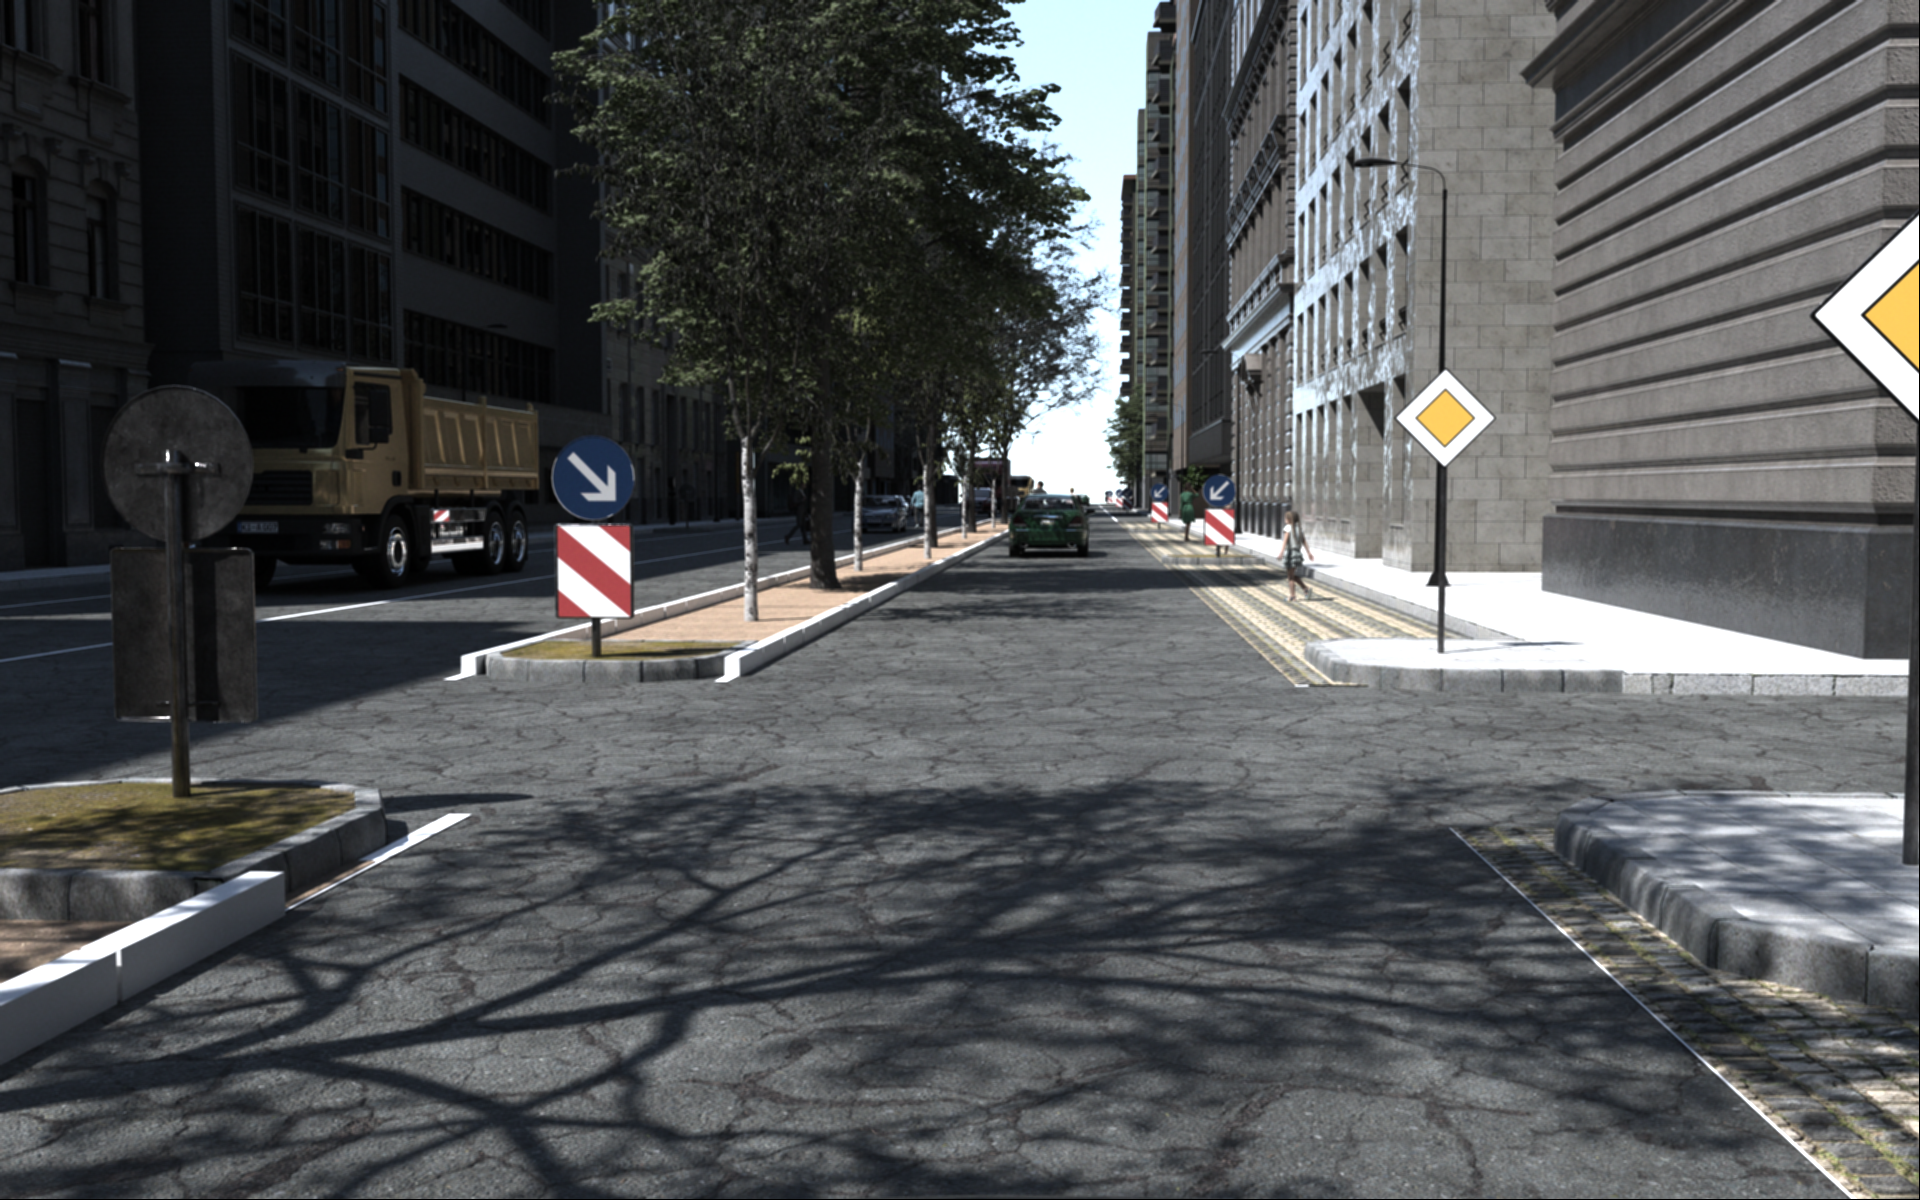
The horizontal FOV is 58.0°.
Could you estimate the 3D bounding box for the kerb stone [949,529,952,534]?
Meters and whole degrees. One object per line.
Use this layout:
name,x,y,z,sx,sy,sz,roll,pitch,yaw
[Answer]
kerb stone,-0.481,-2.326,60.240,0.120,0.150,1.000,0,4,4

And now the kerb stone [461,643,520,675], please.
kerb stone,-3.852,0.489,14.198,0.120,0.150,1.000,0,4,4

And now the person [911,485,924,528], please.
person,-1.734,-3.959,73.254,0.660,1.820,0.620,-1,4,-12

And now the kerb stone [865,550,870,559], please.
kerb stone,-2.131,-0.951,37.749,0.120,0.150,1.000,0,4,4

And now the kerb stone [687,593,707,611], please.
kerb stone,-3.320,0.050,21.382,0.120,0.150,1.000,0,4,4

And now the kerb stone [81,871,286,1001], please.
kerb stone,-2.389,1.028,5.389,0.120,0.150,1.000,0,4,4

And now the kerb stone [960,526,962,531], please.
kerb stone,-0.105,-2.640,65.365,0.120,0.150,1.000,0,4,4

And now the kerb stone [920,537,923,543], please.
kerb stone,-1.238,-1.702,50.031,0.120,0.150,1.000,0,4,4

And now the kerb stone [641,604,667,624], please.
kerb stone,-3.481,0.175,19.329,0.120,0.150,1.000,0,4,4

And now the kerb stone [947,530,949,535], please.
kerb stone,-0.559,-2.263,59.217,0.120,0.150,1.000,0,4,4

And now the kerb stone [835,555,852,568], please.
kerb stone,-2.350,-0.764,34.683,0.120,0.150,1.000,0,4,4

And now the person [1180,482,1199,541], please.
person,6.906,-2.681,52.588,0.600,1.795,0.529,2,4,32

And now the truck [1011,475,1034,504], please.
truck,6.194,-11.318,180.974,3.469,3.379,9.791,0,4,5

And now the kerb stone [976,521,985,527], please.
kerb stone,0.941,-3.516,79.678,0.120,0.150,1.000,0,4,4

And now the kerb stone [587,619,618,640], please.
kerb stone,-3.631,0.301,17.270,0.120,0.150,1.000,0,4,4

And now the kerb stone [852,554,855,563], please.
kerb stone,-2.276,-0.826,35.703,0.120,0.150,1.000,0,4,4

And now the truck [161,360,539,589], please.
truck,-9.571,-1.977,28.244,3.469,3.379,9.791,0,4,4

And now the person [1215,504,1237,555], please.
person,6.176,-1.630,40.172,0.505,1.210,0.382,-2,4,-35

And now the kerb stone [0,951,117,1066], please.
kerb stone,-2.463,1.090,4.368,0.120,0.150,1.000,0,4,4

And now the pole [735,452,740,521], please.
pole,-10.732,-5.486,83.545,0.158,3.312,0.155,0,3,0

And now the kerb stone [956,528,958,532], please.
kerb stone,-0.255,-2.512,63.315,0.120,0.150,1.000,0,4,4

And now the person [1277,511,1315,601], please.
person,4.430,-0.577,22.950,0.505,1.210,0.382,-3,5,-44

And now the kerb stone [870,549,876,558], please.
kerb stone,-2.060,-1.014,38.778,0.120,0.150,1.000,0,4,4

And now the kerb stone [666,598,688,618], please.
kerb stone,-3.395,0.115,20.353,0.120,0.150,1.000,0,4,4

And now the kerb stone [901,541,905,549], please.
kerb stone,-1.612,-1.389,44.914,0.120,0.150,1.000,0,4,4

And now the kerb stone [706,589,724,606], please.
kerb stone,-3.253,-0.011,22.409,0.120,0.150,1.000,0,4,4

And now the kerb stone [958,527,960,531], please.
kerb stone,-0.191,-2.577,64.337,0.120,0.150,1.000,0,4,4

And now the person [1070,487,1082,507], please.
person,5.140,-4.218,78.139,0.731,1.740,0.598,1,4,10

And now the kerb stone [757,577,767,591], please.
kerb stone,-3.022,-0.201,25.478,0.120,0.150,1.000,0,4,4

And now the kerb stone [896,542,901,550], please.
kerb stone,-1.680,-1.327,43.894,0.120,0.150,1.000,0,4,4

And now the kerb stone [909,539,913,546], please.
kerb stone,-1.449,-1.514,46.957,0.120,0.150,1.000,0,4,4

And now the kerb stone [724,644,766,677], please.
kerb stone,-1.753,0.496,14.093,0.120,0.150,1.000,0,4,4

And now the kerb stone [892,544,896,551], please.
kerb stone,-1.757,-1.265,42.875,0.120,0.150,1.000,0,4,4

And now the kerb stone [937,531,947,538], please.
kerb stone,-0.633,-2.202,58.198,0.120,0.150,1.000,0,4,4

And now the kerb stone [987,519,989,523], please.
kerb stone,1.164,-3.703,82.745,0.120,0.150,1.000,0,4,4

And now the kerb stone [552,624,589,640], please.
kerb stone,-3.704,0.364,16.242,0.120,0.150,1.000,0,4,4

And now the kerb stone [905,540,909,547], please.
kerb stone,-1.534,-1.452,45.933,0.120,0.150,1.000,0,4,4

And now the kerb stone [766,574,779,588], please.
kerb stone,-2.958,-0.264,26.506,0.120,0.150,1.000,0,4,4

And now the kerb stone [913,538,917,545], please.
kerb stone,-1.375,-1.578,47.989,0.120,0.150,1.000,0,4,4

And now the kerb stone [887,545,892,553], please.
kerb stone,-1.828,-1.202,41.856,0.120,0.150,1.000,0,4,4

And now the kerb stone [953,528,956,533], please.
kerb stone,-0.328,-2.452,62.290,0.120,0.150,1.000,0,4,4

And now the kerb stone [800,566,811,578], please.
kerb stone,-2.724,-0.451,29.573,0.120,0.150,1.000,0,4,4

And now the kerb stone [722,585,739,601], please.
kerb stone,-3.177,-0.075,23.428,0.120,0.150,1.000,0,4,4

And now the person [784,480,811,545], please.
person,-4.564,-2.494,49.249,0.822,1.834,0.622,0,4,5

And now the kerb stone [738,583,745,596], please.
kerb stone,-3.101,-0.138,24.452,0.120,0.150,1.000,0,4,4

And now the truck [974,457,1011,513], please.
truck,2.461,-8.923,134.801,2.839,4.237,11.283,0,4,5

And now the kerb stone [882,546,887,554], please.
kerb stone,-1.906,-1.140,40.834,0.120,0.150,1.000,0,4,4

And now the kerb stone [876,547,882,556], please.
kerb stone,-1.978,-1.075,39.796,0.120,0.150,1.000,0,4,4

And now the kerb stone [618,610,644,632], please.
kerb stone,-3.554,0.238,18.306,0.120,0.150,1.000,0,4,4

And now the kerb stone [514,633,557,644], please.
kerb stone,-3.773,0.427,15.221,0.120,0.150,1.000,0,4,4

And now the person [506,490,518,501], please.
person,-11.615,-2.208,44.813,0.699,1.804,1.509,-1,4,-8

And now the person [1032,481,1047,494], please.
person,2.433,-2.861,55.080,0.655,1.846,0.447,-2,4,-32

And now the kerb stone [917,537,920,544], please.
kerb stone,-1.309,-1.640,49.011,0.120,0.150,1.000,0,4,4

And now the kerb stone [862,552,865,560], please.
kerb stone,-2.199,-0.889,36.723,0.120,0.150,1.000,0,4,4

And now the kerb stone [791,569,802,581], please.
kerb stone,-2.795,-0.389,28.553,0.120,0.150,1.000,0,4,4

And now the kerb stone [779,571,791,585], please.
kerb stone,-2.877,-0.326,27.535,0.120,0.150,1.000,0,4,4
